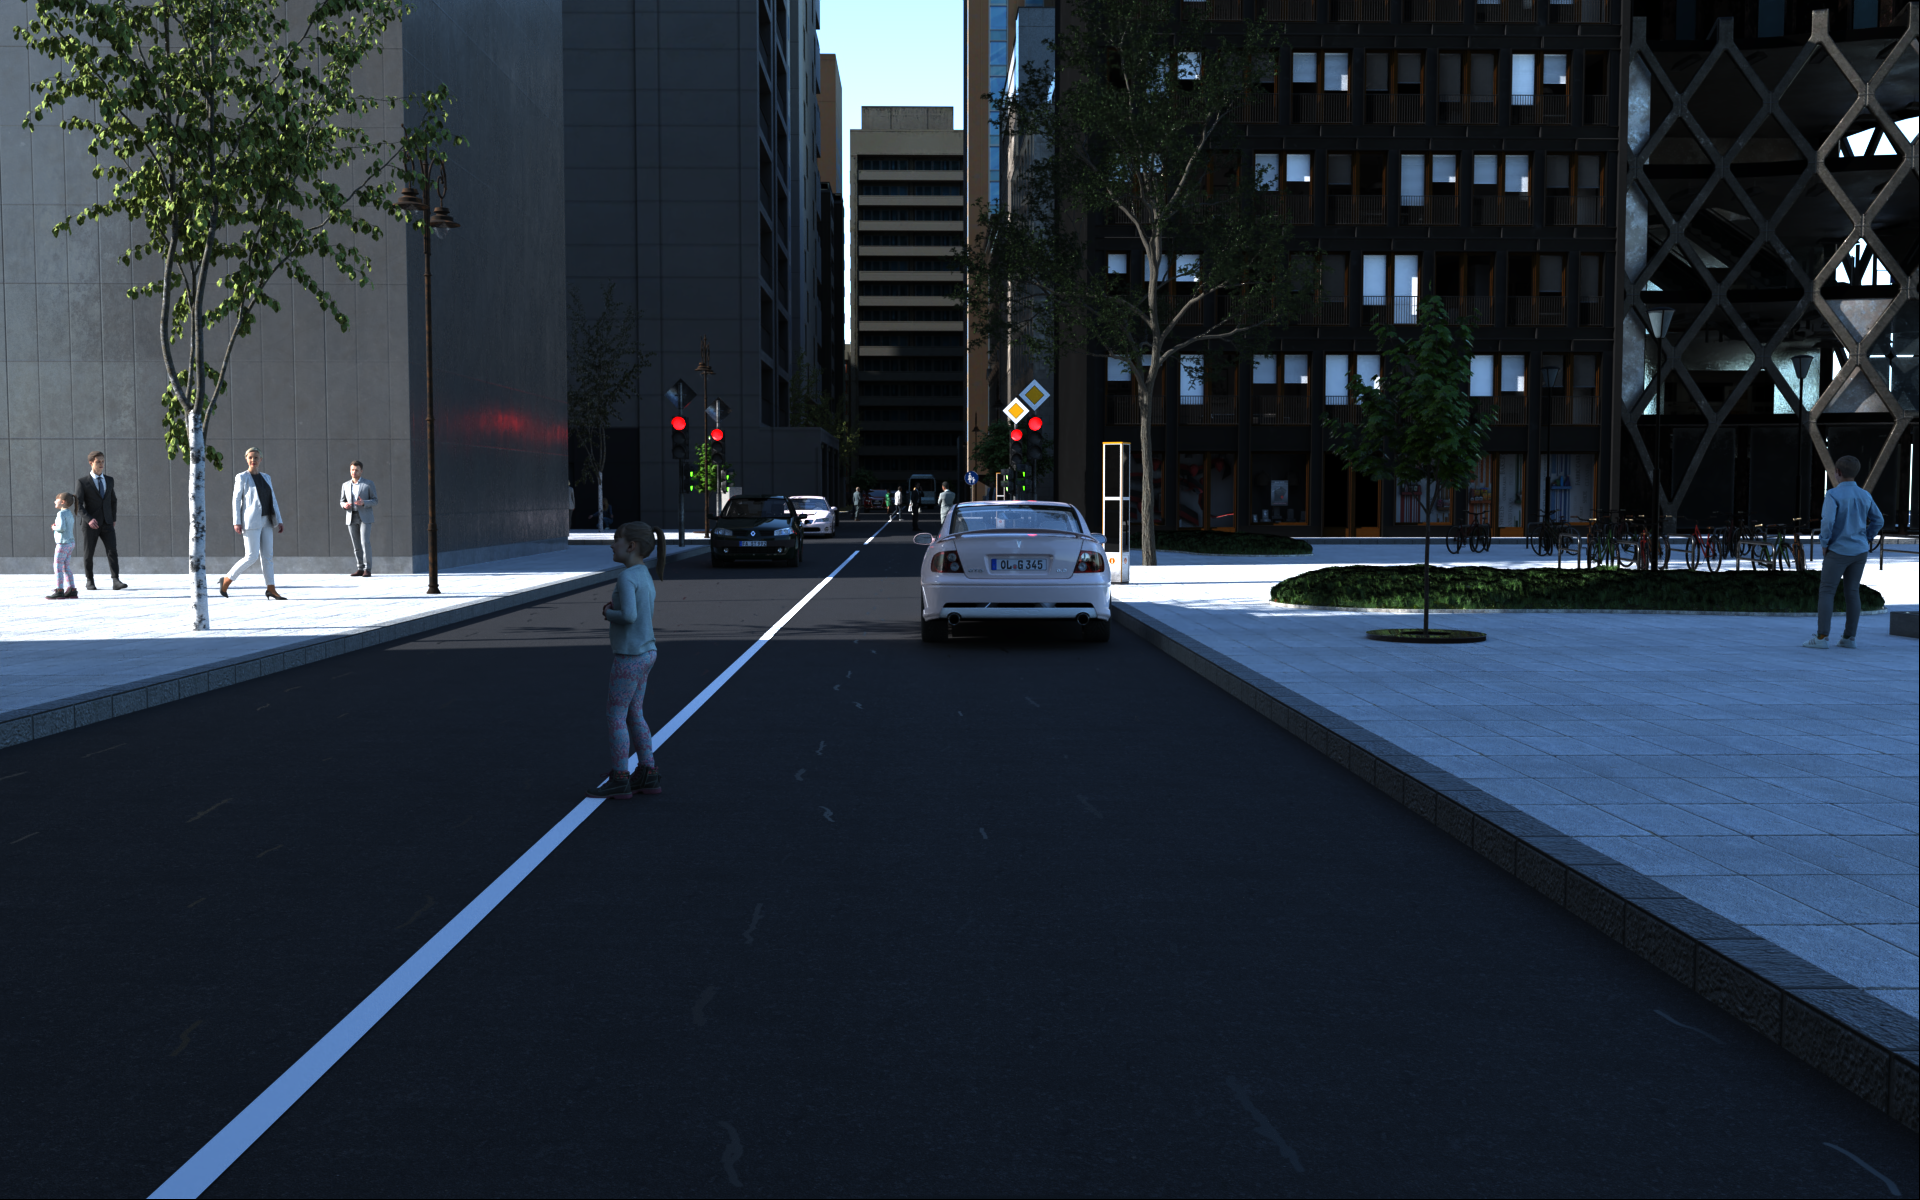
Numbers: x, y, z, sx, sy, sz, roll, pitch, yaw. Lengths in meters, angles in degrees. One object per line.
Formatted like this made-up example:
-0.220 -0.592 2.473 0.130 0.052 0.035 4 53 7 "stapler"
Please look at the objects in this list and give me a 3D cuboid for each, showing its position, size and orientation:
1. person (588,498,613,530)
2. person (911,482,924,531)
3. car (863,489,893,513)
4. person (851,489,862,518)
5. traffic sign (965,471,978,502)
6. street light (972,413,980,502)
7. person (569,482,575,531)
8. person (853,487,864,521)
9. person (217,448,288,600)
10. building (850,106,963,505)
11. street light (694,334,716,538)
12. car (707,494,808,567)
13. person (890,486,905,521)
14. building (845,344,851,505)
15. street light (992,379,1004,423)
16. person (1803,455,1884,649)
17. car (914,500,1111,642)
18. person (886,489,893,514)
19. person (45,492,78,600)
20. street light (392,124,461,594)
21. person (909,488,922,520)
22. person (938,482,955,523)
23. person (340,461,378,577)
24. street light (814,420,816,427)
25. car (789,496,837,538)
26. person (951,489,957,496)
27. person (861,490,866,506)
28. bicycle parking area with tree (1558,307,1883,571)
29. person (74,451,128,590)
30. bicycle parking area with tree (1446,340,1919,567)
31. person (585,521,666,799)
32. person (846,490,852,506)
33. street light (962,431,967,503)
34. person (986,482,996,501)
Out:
-12.755 -3.105 62.306 1.012 1.151 0.738 2 4 35 "person"
-1.649 -3.663 67.746 0.474 1.900 0.648 1 4 9 "person"
-6.246 -7.549 132.091 2.281 1.827 5.304 0 4 -1 "car"
-6.114 -5.709 102.020 0.721 1.800 0.419 1 4 18 "person"
0.638 -5.853 95.799 0.768 2.556 0.104 0 4 2 "traffic sign"
0.897 -7.601 97.058 0.468 5.910 1.993 0 4 -1 "street light"
-12.160 -2.868 53.115 0.709 1.800 0.728 -1 4 -19 "person"
-5.392 -5.123 92.435 0.590 1.801 0.661 -3 4 -39 "person"
-8.563 -0.918 20.931 0.818 1.842 0.514 0 4 5 "person"
-2.977 -36.468 219.957 21.600 48.544 21.300 0 4 -1 "building"
-7.374 -4.741 50.308 0.468 5.910 1.993 0 4 -1 "street light"
-4.093 -1.558 35.254 2.009 1.686 4.222 0 4 -3 "car"
-3.369 -5.195 93.290 0.795 1.843 0.661 -2 4 -25 "person"
-28.301 -23.151 223.556 28.899 21.520 27.650 0 4 -1 "building"
1.513 -5.924 69.640 0.468 5.910 1.993 0 4 -1 "street light"
7.384 -0.404 14.458 0.589 1.601 0.330 0 4 -2 "person"
0.541 -0.356 18.176 2.083 1.381 4.827 0 3 0 "car"
-5.155 -7.111 125.004 0.600 1.795 0.529 2 4 27 "person"
-10.972 -0.662 21.151 0.394 1.301 0.425 -2 4 -28 "person"
-6.785 -3.019 22.147 0.468 5.910 1.993 0 4 -1 "street light"
-2.353 -5.003 90.653 0.694 1.780 0.624 0 4 3 "person"
-0.417 -2.605 51.265 0.511 1.800 0.466 -3 5 -41 "person"
-9.365 -1.262 26.877 0.606 1.804 0.583 0 4 2 "person"
-8.835 -8.140 105.872 0.468 5.910 1.993 0 4 -1 "street light"
-5.124 -2.780 57.819 2.083 1.381 4.827 0 4 -3 "car"
-0.896 -10.825 183.112 1.350 1.814 0.705 -1 4 -12 "person"
-10.534 -11.178 189.467 0.621 1.740 0.551 0 4 -6 "person"
13.378 -2.412 26.446 8.231 4.147 9.016 1 4 23 "bicycle parking area with tree"
-11.439 -1.057 23.097 0.755 1.850 0.659 3 4 37 "person"
15.440 -3.091 37.537 9.016 4.147 8.231 -3 5 -39 "bicycle parking area with tree"
-1.585 0.279 8.210 0.394 1.301 0.425 -1 4 -13 "person"
-12.135 -11.132 188.597 0.990 1.755 0.434 -3 5 -44 "person"
0.298 -9.315 125.082 0.468 5.910 1.993 0 4 -1 "street light"
1.333 -4.044 72.040 0.514 1.842 0.818 0 4 -3 "person"
